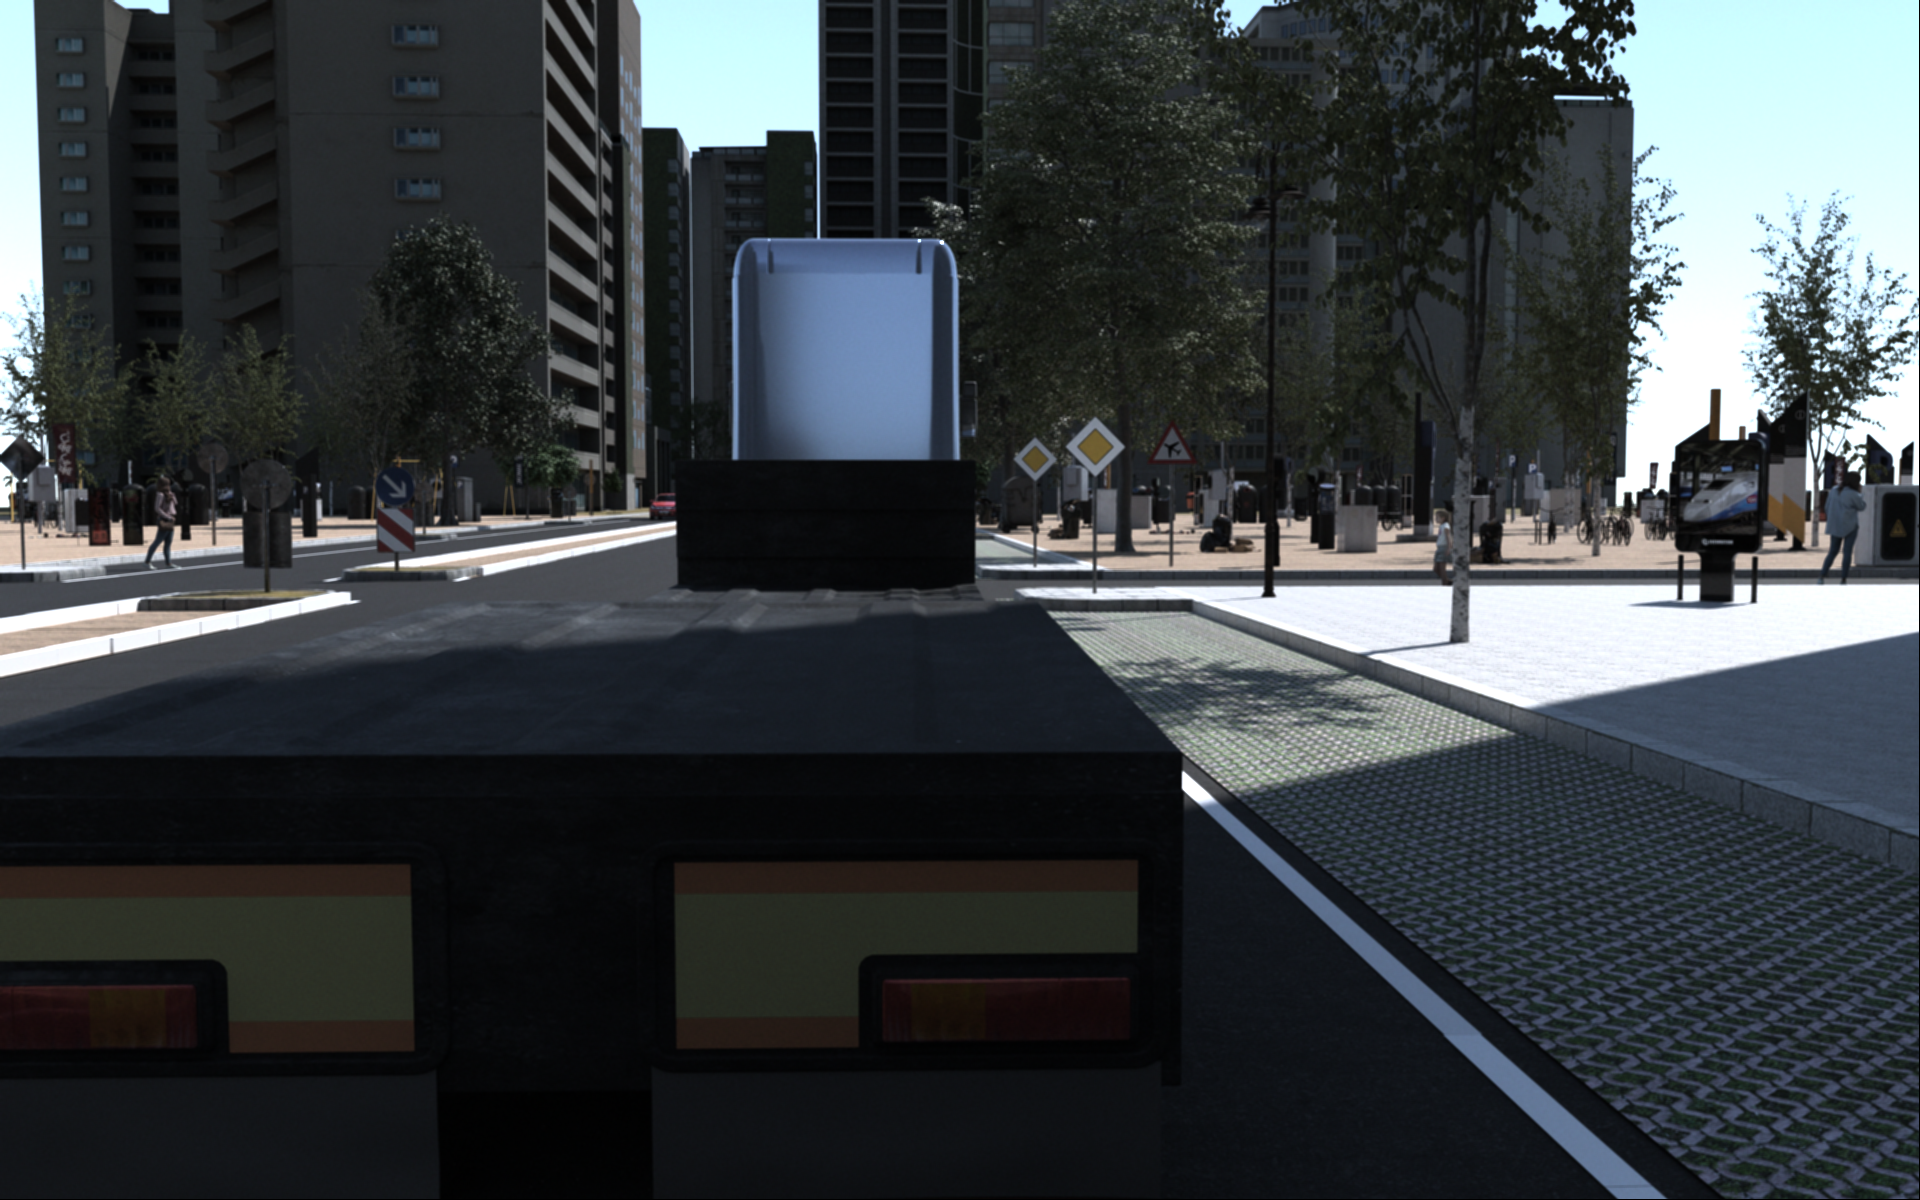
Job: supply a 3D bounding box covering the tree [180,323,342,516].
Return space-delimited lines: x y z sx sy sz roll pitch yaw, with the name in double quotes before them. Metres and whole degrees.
"tree" -29.852 -7.578 74.259 4.737 8.622 4.395 0 3 0

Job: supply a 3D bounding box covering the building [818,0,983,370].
"building" -5.741 -46.617 200.433 20.611 71.187 20.563 0 4 -3

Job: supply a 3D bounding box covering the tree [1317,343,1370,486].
"tree" 12.959 -7.156 67.357 4.360 8.622 3.978 0 3 0

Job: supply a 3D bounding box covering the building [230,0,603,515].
"building" -36.104 -29.965 113.636 21.300 48.544 21.600 0 4 -3

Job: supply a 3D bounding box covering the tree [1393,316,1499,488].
"tree" 20.964 -7.389 71.168 4.360 8.622 3.978 0 3 0

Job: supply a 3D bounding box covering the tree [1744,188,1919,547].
"tree" 20.956 -5.596 41.851 4.737 8.622 4.395 0 3 0

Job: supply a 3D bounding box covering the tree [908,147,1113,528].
"tree" 1.789 -9.659 64.584 9.857 13.997 8.962 0 3 0

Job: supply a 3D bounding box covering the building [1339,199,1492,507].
"building" 43.803 -24.560 173.251 14.107 30.474 14.160 0 4 -3

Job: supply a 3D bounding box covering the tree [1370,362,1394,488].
"tree" 22.425 -8.611 91.148 4.360 8.622 3.978 0 3 0

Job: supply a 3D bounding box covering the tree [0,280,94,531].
"tree" -31.195 -6.724 60.295 4.737 8.622 4.395 0 3 0

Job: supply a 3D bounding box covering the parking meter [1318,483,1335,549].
"parking meter" 8.540 -1.951 40.302 0.372 1.533 0.369 0 3 0

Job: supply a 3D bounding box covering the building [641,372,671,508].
"building" -44.389 -51.976 162.472 31.000 86.520 22.319 0 4 -3

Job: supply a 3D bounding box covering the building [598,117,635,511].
"building" -33.063 -22.079 132.695 14.160 30.474 14.107 0 4 -3

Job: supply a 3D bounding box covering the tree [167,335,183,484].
"tree" -35.326 -7.818 78.188 4.737 8.622 4.395 0 3 0

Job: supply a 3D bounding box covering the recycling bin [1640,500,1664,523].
"recycling bin" 30.463 -3.894 76.218 0.722 1.027 0.722 -3 4 -39

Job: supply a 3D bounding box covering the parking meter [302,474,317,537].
"parking meter" -19.312 -2.795 51.402 0.399 1.863 0.255 2 4 32

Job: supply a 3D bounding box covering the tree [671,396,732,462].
"tree" -27.053 -15.660 181.793 9.928 11.665 9.643 0 3 0

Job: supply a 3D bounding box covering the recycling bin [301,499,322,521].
"recycling bin" -30.984 -4.293 82.738 0.722 1.027 0.722 1 4 9

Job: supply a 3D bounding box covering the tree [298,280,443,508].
"tree" -20.162 -6.676 59.514 4.360 8.622 3.978 0 3 0

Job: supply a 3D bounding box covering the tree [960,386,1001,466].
"tree" 1.019 -9.154 100.036 4.737 8.622 4.395 0 3 0

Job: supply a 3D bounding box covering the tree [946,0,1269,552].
"tree" 3.252 -7.341 38.153 7.486 12.596 7.792 0 3 0

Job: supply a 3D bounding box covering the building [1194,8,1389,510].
"building" 16.011 -27.579 142.791 32.217 40.220 23.993 0 4 -3

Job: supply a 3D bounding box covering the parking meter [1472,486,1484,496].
"parking meter" 17.336 -3.031 57.975 0.372 1.533 0.369 0 3 0

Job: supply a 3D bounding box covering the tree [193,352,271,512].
"tree" -37.020 -8.488 89.138 4.360 8.622 3.978 0 3 0

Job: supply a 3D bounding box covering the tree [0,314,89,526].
"tree" -37.544 -7.334 70.277 4.360 8.622 3.978 0 3 0

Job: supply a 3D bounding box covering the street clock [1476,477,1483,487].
"street clock" 22.554 -4.335 75.446 0.358 2.002 0.471 -1 4 -18

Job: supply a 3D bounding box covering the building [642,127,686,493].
"building" -37.978 -31.351 196.188 14.086 41.232 14.154 0 4 -3

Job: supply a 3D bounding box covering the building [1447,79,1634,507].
"building" 57.853 -30.035 174.660 14.086 41.232 14.154 0 4 -3

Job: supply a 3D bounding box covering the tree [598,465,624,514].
"tree" -22.726 -7.294 113.852 1.663 3.219 1.824 0 3 0

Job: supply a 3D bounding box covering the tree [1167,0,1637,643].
"tree" 4.170 -3.950 14.939 4.737 8.622 4.395 0 3 0

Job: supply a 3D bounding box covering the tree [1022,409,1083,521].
"tree" 4.510 -8.115 83.042 4.360 8.622 3.978 0 3 0

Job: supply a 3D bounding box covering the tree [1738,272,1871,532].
"tree" 28.202 -6.608 58.400 4.360 8.622 3.978 0 3 0

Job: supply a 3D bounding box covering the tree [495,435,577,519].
"tree" -22.259 -6.437 88.967 4.285 4.588 4.351 0 3 0

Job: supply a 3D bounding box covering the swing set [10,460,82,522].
"swing set" -42.265 -5.030 79.866 3.119 2.851 2.862 -2 4 -28

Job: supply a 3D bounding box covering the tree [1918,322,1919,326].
"tree" 21.154 -5.101 33.759 4.360 8.622 3.978 0 3 0

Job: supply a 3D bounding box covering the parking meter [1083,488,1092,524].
"parking meter" 5.464 -4.014 74.037 0.372 1.533 0.369 0 3 0

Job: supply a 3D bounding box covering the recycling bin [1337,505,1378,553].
"recycling bin" 8.773 -1.573 38.267 0.722 1.027 0.722 0 4 -3

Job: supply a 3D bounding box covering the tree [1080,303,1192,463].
"tree" 9.134 -10.200 92.533 9.928 11.665 9.643 0 3 0

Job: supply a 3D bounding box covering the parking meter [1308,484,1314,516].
"parking meter" 20.203 -5.739 99.539 0.399 1.863 0.255 -3 5 -43

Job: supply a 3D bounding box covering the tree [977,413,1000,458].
"tree" -0.845 -10.675 108.953 8.767 10.594 7.601 -2 4 -31

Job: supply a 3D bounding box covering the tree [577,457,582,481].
"tree" -22.779 -6.909 96.674 4.285 4.588 4.351 0 3 0

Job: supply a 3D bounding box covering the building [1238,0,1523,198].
"building" 47.944 -40.464 203.584 28.212 58.520 21.231 0 4 -3

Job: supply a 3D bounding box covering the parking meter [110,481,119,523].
"parking meter" -38.156 -4.433 78.197 0.255 1.863 0.399 -3 5 -40

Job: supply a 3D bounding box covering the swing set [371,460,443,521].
"swing set" -25.800 -5.079 80.666 3.119 2.851 2.862 -2 4 -30

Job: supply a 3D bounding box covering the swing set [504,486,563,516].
"swing set" -25.085 -6.342 101.308 3.119 2.851 2.862 0 4 -2

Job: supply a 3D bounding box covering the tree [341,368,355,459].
"tree" -36.853 -9.232 101.312 4.737 8.622 4.395 0 3 0

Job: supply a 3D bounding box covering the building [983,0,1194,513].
"building" 8.518 -26.895 123.333 14.154 41.232 14.086 0 4 -3

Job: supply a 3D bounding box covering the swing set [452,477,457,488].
"swing set" -30.855 -6.427 102.699 2.862 2.851 3.119 0 4 2

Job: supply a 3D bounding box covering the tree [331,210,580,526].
"tree" -20.862 -9.383 70.415 9.611 12.733 9.660 0 3 0

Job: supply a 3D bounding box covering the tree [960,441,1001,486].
"tree" 0.508 -6.613 91.844 4.285 4.588 4.351 0 3 0

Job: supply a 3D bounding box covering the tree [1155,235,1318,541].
"tree" 7.458 -5.964 47.874 4.360 8.622 3.978 0 3 0

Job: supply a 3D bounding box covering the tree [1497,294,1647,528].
"tree" 23.132 -6.990 64.647 4.360 8.622 3.978 0 3 0

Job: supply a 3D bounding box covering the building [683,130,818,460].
"building" -23.246 -31.442 197.669 14.086 41.232 14.154 0 4 -3

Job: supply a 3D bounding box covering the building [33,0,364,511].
"building" -71.042 -33.013 163.461 21.600 48.544 21.300 0 4 -3

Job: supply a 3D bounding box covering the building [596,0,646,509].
"building" -34.636 -30.357 146.455 14.600 45.320 14.200 0 4 -3
